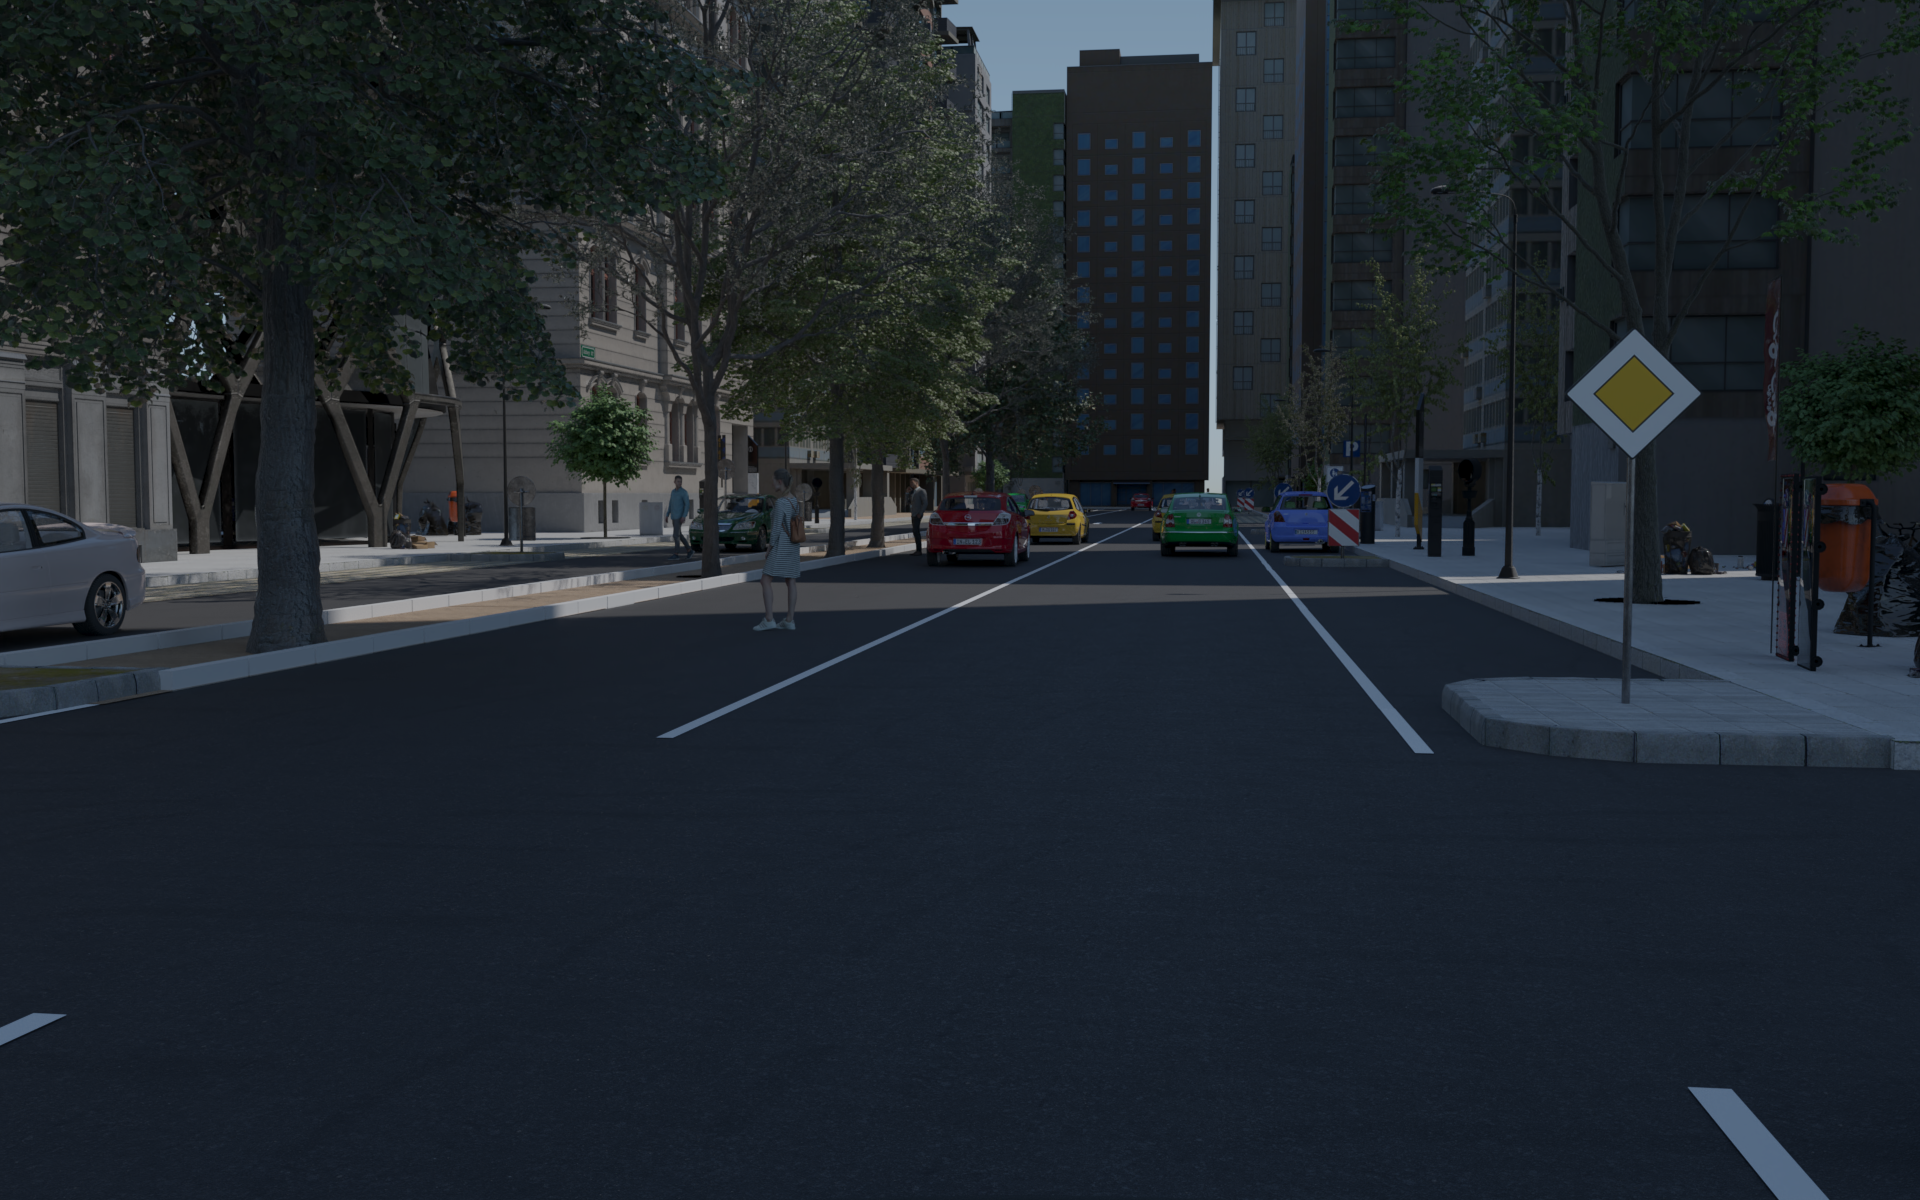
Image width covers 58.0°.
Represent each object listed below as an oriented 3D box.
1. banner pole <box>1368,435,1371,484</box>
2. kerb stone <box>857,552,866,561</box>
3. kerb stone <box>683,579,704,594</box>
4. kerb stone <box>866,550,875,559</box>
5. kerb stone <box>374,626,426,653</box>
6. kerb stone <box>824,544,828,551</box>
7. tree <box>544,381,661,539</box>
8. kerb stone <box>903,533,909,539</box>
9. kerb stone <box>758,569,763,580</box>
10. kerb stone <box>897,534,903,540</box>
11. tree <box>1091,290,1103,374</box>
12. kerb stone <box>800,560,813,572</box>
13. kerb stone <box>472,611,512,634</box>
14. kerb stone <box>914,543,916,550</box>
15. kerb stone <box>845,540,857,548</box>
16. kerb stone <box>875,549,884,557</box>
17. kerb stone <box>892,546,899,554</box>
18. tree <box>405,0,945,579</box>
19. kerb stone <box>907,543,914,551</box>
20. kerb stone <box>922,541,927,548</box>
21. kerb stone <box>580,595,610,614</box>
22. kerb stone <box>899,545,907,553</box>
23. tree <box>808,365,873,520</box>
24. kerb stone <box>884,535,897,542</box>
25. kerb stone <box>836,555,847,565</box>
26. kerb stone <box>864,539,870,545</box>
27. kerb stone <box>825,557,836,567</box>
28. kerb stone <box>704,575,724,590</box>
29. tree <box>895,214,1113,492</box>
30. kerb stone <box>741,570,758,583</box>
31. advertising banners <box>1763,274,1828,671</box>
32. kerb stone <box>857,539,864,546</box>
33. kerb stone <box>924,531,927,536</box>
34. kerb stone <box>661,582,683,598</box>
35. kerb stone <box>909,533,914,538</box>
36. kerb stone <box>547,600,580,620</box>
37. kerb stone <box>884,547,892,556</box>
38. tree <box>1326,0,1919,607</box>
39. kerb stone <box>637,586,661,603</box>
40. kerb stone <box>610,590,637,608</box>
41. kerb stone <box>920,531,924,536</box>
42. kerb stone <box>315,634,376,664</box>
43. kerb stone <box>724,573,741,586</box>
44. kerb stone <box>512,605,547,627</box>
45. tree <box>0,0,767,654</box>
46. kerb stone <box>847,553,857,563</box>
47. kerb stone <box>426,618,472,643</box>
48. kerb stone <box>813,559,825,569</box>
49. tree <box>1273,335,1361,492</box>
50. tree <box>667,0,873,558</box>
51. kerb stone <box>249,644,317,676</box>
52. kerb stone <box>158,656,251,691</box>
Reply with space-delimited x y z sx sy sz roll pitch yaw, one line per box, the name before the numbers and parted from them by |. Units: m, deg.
banner pole | 16.922 -4.991 71.621 0.401 3.779 0.863 1 4 20
kerb stone | -2.230 -0.930 37.398 0.120 0.150 1.000 0 4 8
kerb stone | -3.972 -0.186 25.240 0.120 0.150 1.000 0 4 8
kerb stone | -2.087 -0.992 38.414 0.120 0.150 1.000 0 4 8
kerb stone | -5.270 0.372 16.107 0.120 0.150 1.000 0 4 8
kerb stone | -3.446 -1.322 43.807 0.120 0.150 1.000 0 4 8
tree | -10.173 -4.053 49.973 4.285 4.588 4.351 0 3 0
kerb stone | -1.854 -2.003 54.974 0.120 0.150 1.000 0 4 8
kerb stone | -3.388 -0.434 29.290 0.120 0.150 1.000 0 4 8
kerb stone | -1.990 -1.943 53.959 0.120 0.150 1.000 0 4 8
tree | -0.453 -8.749 55.869 12.009 13.543 11.850 0 3 0
kerb stone | -2.957 -0.620 32.331 0.120 0.150 1.000 0 4 8
kerb stone | -4.974 0.248 18.135 0.120 0.150 1.000 0 4 8
kerb stone | -1.226 -1.364 44.495 0.120 0.150 1.000 0 4 8
kerb stone | -3.011 -1.508 46.849 0.120 0.150 1.000 0 4 8
kerb stone | -1.945 -1.052 39.428 0.120 0.150 1.000 0 4 8
kerb stone | -1.657 -1.175 41.459 0.120 0.150 1.000 0 4 8
tree | -4.215 -7.099 28.899 12.009 13.543 11.850 0 3 0
kerb stone | -1.368 -1.302 43.483 0.120 0.150 1.000 0 4 8
kerb stone | -1.085 -1.426 45.508 0.120 0.150 1.000 0 4 8
kerb stone | -4.546 0.062 21.179 0.120 0.150 1.000 0 4 8
kerb stone | -1.516 -1.240 42.471 0.120 0.150 1.000 0 4 8
tree | -5.366 -8.247 85.196 4.360 8.622 3.978 0 3 0
kerb stone | -2.150 -1.881 52.949 0.120 0.150 1.000 0 4 8
kerb stone | -2.525 -0.806 35.372 0.120 0.150 1.000 0 4 8
kerb stone | -2.723 -1.629 48.875 0.120 0.150 1.000 0 4 8
kerb stone | -2.672 -0.741 34.359 0.120 0.150 1.000 0 4 8
kerb stone | -3.818 -0.248 26.253 0.120 0.150 1.000 0 4 8
tree | 1.217 -9.182 69.583 9.611 12.733 9.660 0 3 0
kerb stone | -3.534 -0.367 28.278 0.120 0.150 1.000 0 4 8
advertising banners | 6.407 -1.050 13.354 0.090 3.025 2.074 1 4 14
kerb stone | -2.867 -1.570 47.863 0.120 0.150 1.000 0 4 8
kerb stone | -1.269 -2.253 59.025 0.120 0.150 1.000 0 4 8
kerb stone | -4.111 -0.124 24.217 0.120 0.150 1.000 0 4 8
kerb stone | -1.705 -2.063 55.986 0.120 0.150 1.000 0 4 8
kerb stone | -4.686 0.124 20.162 0.120 0.150 1.000 0 4 8
kerb stone | -1.790 -1.113 40.445 0.120 0.150 1.000 0 4 8
tree | 8.080 -5.775 20.177 9.928 11.665 9.643 0 3 0
kerb stone | -4.261 -0.062 23.205 0.120 0.150 1.000 0 4 8
kerb stone | -4.399 0.000 22.192 0.120 0.150 1.000 0 4 8
kerb stone | -1.422 -2.186 58.015 0.120 0.150 1.000 0 4 8
kerb stone | -5.409 0.434 15.094 0.120 0.150 1.000 0 4 8
kerb stone | -3.678 -0.310 27.266 0.120 0.150 1.000 0 4 8
kerb stone | -4.836 0.189 19.148 0.120 0.150 1.000 0 4 8
tree | -6.088 -6.498 15.348 9.857 13.997 8.962 0 3 0
kerb stone | -2.383 -0.868 36.387 0.120 0.150 1.000 0 4 8
kerb stone | -5.121 0.310 17.123 0.120 0.150 1.000 0 4 8
kerb stone | -2.810 -0.682 33.345 0.120 0.150 1.000 0 4 8
tree | 16.774 -7.994 81.059 4.360 8.622 3.978 0 3 0
tree | -2.799 -7.221 38.655 7.486 12.596 7.792 0 3 0
kerb stone | -5.558 0.498 14.083 0.120 0.150 1.000 0 4 8
kerb stone | -5.702 0.559 13.069 0.120 0.150 1.000 0 4 8
